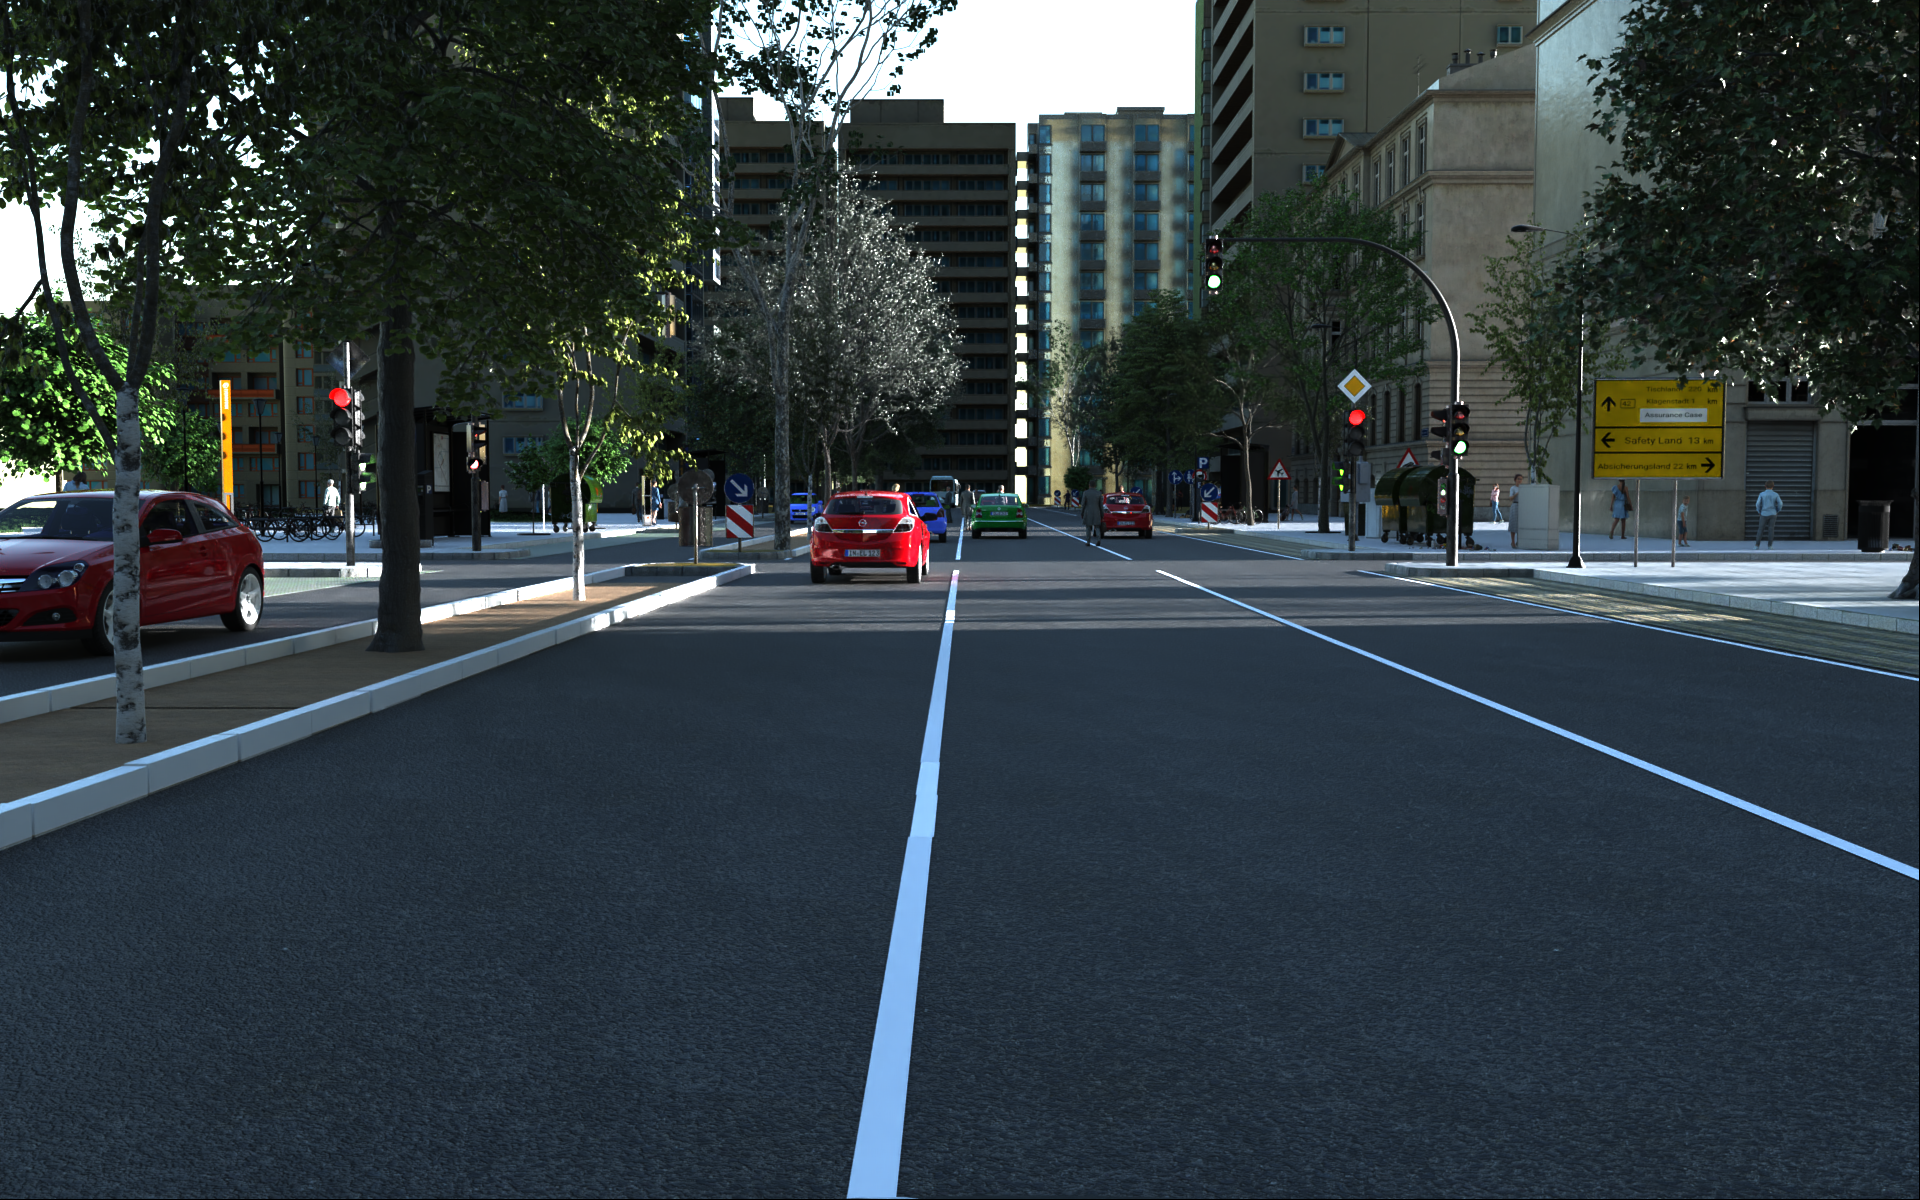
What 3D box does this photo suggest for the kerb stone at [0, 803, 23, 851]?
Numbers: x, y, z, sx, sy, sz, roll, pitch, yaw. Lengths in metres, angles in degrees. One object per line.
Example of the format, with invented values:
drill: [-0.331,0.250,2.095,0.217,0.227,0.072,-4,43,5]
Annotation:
kerb stone: [-3.916,0.948,6.691,0.120,0.150,1.000,0,4,0]

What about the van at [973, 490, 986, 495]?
van: [1.902,-10.333,175.958,2.013,2.044,4.112,0,4,-1]

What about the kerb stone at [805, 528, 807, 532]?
kerb stone: [-5.813,-2.533,63.630,0.120,0.150,1.000,0,4,0]

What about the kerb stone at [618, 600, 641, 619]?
kerb stone: [-3.874,0.134,20.008,0.120,0.150,1.000,0,4,0]

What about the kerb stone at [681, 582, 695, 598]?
kerb stone: [-3.858,-0.118,24.118,0.120,0.150,1.000,0,4,0]

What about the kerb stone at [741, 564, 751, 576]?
kerb stone: [-3.826,-0.491,30.271,0.120,0.150,1.000,0,4,0]

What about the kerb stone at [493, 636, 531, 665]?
kerb stone: [-3.891,0.447,14.879,0.120,0.150,1.000,0,4,0]

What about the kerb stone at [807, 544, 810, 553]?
kerb stone: [-3.786,-1.217,42.101,0.120,0.150,1.000,0,4,0]

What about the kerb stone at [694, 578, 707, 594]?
kerb stone: [-3.848,-0.179,25.140,0.120,0.150,1.000,0,4,0]

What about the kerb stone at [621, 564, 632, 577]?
kerb stone: [-5.929,-0.494,30.278,0.120,0.150,1.000,0,4,0]

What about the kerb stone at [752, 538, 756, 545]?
kerb stone: [-5.869,-1.594,48.252,0.120,0.150,1.000,0,4,0]

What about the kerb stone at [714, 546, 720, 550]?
kerb stone: [-5.893,-1.155,41.079,0.120,0.150,1.000,0,4,0]

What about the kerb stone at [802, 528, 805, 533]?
kerb stone: [-5.808,-2.471,62.604,0.120,0.150,1.000,0,4,0]

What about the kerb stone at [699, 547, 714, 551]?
kerb stone: [-5.892,-1.092,40.056,0.120,0.150,1.000,0,4,0]

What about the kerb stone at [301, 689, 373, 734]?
kerb stone: [-3.908,0.701,10.787,0.120,0.150,1.000,0,4,0]

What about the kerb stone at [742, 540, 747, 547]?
kerb stone: [-5.873,-1.469,46.206,0.120,0.150,1.000,0,4,0]

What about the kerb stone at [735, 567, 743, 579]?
kerb stone: [-3.835,-0.431,29.245,0.120,0.150,1.000,0,4,0]

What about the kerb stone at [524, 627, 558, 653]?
kerb stone: [-3.896,0.385,15.901,0.120,0.150,1.000,0,4,0]

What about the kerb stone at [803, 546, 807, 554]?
kerb stone: [-3.794,-1.155,41.073,0.120,0.150,1.000,0,4,0]

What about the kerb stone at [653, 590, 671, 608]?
kerb stone: [-3.866,0.008,22.065,0.120,0.150,1.000,0,4,0]

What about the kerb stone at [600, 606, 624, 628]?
kerb stone: [-3.872,0.199,18.977,0.120,0.150,1.000,0,4,0]

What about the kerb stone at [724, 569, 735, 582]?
kerb stone: [-3.843,-0.369,28.223,0.120,0.150,1.000,0,4,0]

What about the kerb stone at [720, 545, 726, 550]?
kerb stone: [-5.889,-1.212,42.101,0.120,0.150,1.000,0,4,0]

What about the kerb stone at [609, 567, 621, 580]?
kerb stone: [-5.933,-0.431,29.249,0.120,0.150,1.000,0,4,0]

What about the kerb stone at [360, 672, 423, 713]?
kerb stone: [-3.896,0.635,11.811,0.120,0.150,1.000,0,4,0]

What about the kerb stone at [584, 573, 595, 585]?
kerb stone: [-5.944,-0.301,27.200,0.120,0.150,1.000,0,4,0]

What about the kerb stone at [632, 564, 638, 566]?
kerb stone: [-5.930,-0.557,31.304,0.120,0.150,1.000,0,4,0]

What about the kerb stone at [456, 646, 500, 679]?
kerb stone: [-3.895,0.510,13.855,0.120,0.150,1.000,0,4,0]

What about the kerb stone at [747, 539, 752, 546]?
kerb stone: [-5.870,-1.531,47.229,0.120,0.150,1.000,0,4,0]

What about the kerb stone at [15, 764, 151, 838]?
kerb stone: [-3.914,0.893,7.715,0.120,0.150,1.000,0,4,0]

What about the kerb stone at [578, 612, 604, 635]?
kerb stone: [-3.878,0.259,17.955,0.120,0.150,1.000,0,4,0]

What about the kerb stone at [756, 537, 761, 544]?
kerb stone: [-5.856,-1.655,49.275,0.120,0.150,1.000,0,4,0]

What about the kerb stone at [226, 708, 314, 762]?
kerb stone: [-3.905,0.760,9.764,0.120,0.150,1.000,0,4,0]

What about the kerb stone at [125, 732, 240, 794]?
kerb stone: [-3.914,0.823,8.737,0.120,0.150,1.000,0,4,0]

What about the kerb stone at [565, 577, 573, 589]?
kerb stone: [-5.945,-0.243,26.171,0.120,0.150,1.000,0,4,0]

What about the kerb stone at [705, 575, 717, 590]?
kerb stone: [-3.847,-0.243,26.167,0.120,0.150,1.000,0,4,0]

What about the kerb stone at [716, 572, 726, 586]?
kerb stone: [-3.839,-0.306,27.194,0.120,0.150,1.000,0,4,0]

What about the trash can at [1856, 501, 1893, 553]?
trash can: [20.151,-1.623,38.196,0.748,1.137,0.748,0,3,0]

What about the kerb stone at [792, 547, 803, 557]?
kerb stone: [-3.799,-1.090,40.048,0.120,0.150,1.000,0,4,0]

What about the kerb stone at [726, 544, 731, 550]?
kerb stone: [-5.886,-1.280,43.126,0.120,0.150,1.000,0,4,0]

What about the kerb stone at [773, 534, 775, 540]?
kerb stone: [-5.838,-1.908,53.394,0.120,0.150,1.000,0,4,0]

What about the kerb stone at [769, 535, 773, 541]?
kerb stone: [-5.851,-1.845,52.363,0.120,0.150,1.000,0,4,0]

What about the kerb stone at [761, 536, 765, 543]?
kerb stone: [-5.859,-1.719,50.297,0.120,0.150,1.000,0,4,0]

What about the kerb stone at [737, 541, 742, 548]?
kerb stone: [-5.877,-1.406,45.184,0.120,0.150,1.000,0,4,0]

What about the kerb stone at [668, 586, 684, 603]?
kerb stone: [-3.861,-0.055,23.094,0.120,0.150,1.000,0,4,0]

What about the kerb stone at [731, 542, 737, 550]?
kerb stone: [-5.876,-1.344,44.162,0.120,0.150,1.000,0,4,0]

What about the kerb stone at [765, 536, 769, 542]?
kerb stone: [-5.845,-1.782,51.335,0.120,0.150,1.000,0,4,0]

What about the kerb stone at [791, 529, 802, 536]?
kerb stone: [-5.814,-2.409,61.582,0.120,0.150,1.000,0,4,0]

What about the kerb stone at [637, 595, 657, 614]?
kerb stone: [-3.864,0.071,21.030,0.120,0.150,1.000,0,4,0]

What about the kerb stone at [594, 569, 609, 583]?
kerb stone: [-5.930,-0.369,28.227,0.120,0.150,1.000,0,4,0]

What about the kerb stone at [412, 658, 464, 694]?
kerb stone: [-3.898,0.573,12.833,0.120,0.150,1.000,0,4,0]

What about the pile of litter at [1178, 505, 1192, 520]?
pile of litter: [12.555,-4.824,92.830,1.719,0.858,1.176,3,5,43]

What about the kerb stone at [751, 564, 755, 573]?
kerb stone: [-3.829,-0.554,31.293,0.120,0.150,1.000,0,4,0]

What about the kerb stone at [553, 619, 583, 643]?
kerb stone: [-3.883,0.322,16.932,0.120,0.150,1.000,0,4,0]
